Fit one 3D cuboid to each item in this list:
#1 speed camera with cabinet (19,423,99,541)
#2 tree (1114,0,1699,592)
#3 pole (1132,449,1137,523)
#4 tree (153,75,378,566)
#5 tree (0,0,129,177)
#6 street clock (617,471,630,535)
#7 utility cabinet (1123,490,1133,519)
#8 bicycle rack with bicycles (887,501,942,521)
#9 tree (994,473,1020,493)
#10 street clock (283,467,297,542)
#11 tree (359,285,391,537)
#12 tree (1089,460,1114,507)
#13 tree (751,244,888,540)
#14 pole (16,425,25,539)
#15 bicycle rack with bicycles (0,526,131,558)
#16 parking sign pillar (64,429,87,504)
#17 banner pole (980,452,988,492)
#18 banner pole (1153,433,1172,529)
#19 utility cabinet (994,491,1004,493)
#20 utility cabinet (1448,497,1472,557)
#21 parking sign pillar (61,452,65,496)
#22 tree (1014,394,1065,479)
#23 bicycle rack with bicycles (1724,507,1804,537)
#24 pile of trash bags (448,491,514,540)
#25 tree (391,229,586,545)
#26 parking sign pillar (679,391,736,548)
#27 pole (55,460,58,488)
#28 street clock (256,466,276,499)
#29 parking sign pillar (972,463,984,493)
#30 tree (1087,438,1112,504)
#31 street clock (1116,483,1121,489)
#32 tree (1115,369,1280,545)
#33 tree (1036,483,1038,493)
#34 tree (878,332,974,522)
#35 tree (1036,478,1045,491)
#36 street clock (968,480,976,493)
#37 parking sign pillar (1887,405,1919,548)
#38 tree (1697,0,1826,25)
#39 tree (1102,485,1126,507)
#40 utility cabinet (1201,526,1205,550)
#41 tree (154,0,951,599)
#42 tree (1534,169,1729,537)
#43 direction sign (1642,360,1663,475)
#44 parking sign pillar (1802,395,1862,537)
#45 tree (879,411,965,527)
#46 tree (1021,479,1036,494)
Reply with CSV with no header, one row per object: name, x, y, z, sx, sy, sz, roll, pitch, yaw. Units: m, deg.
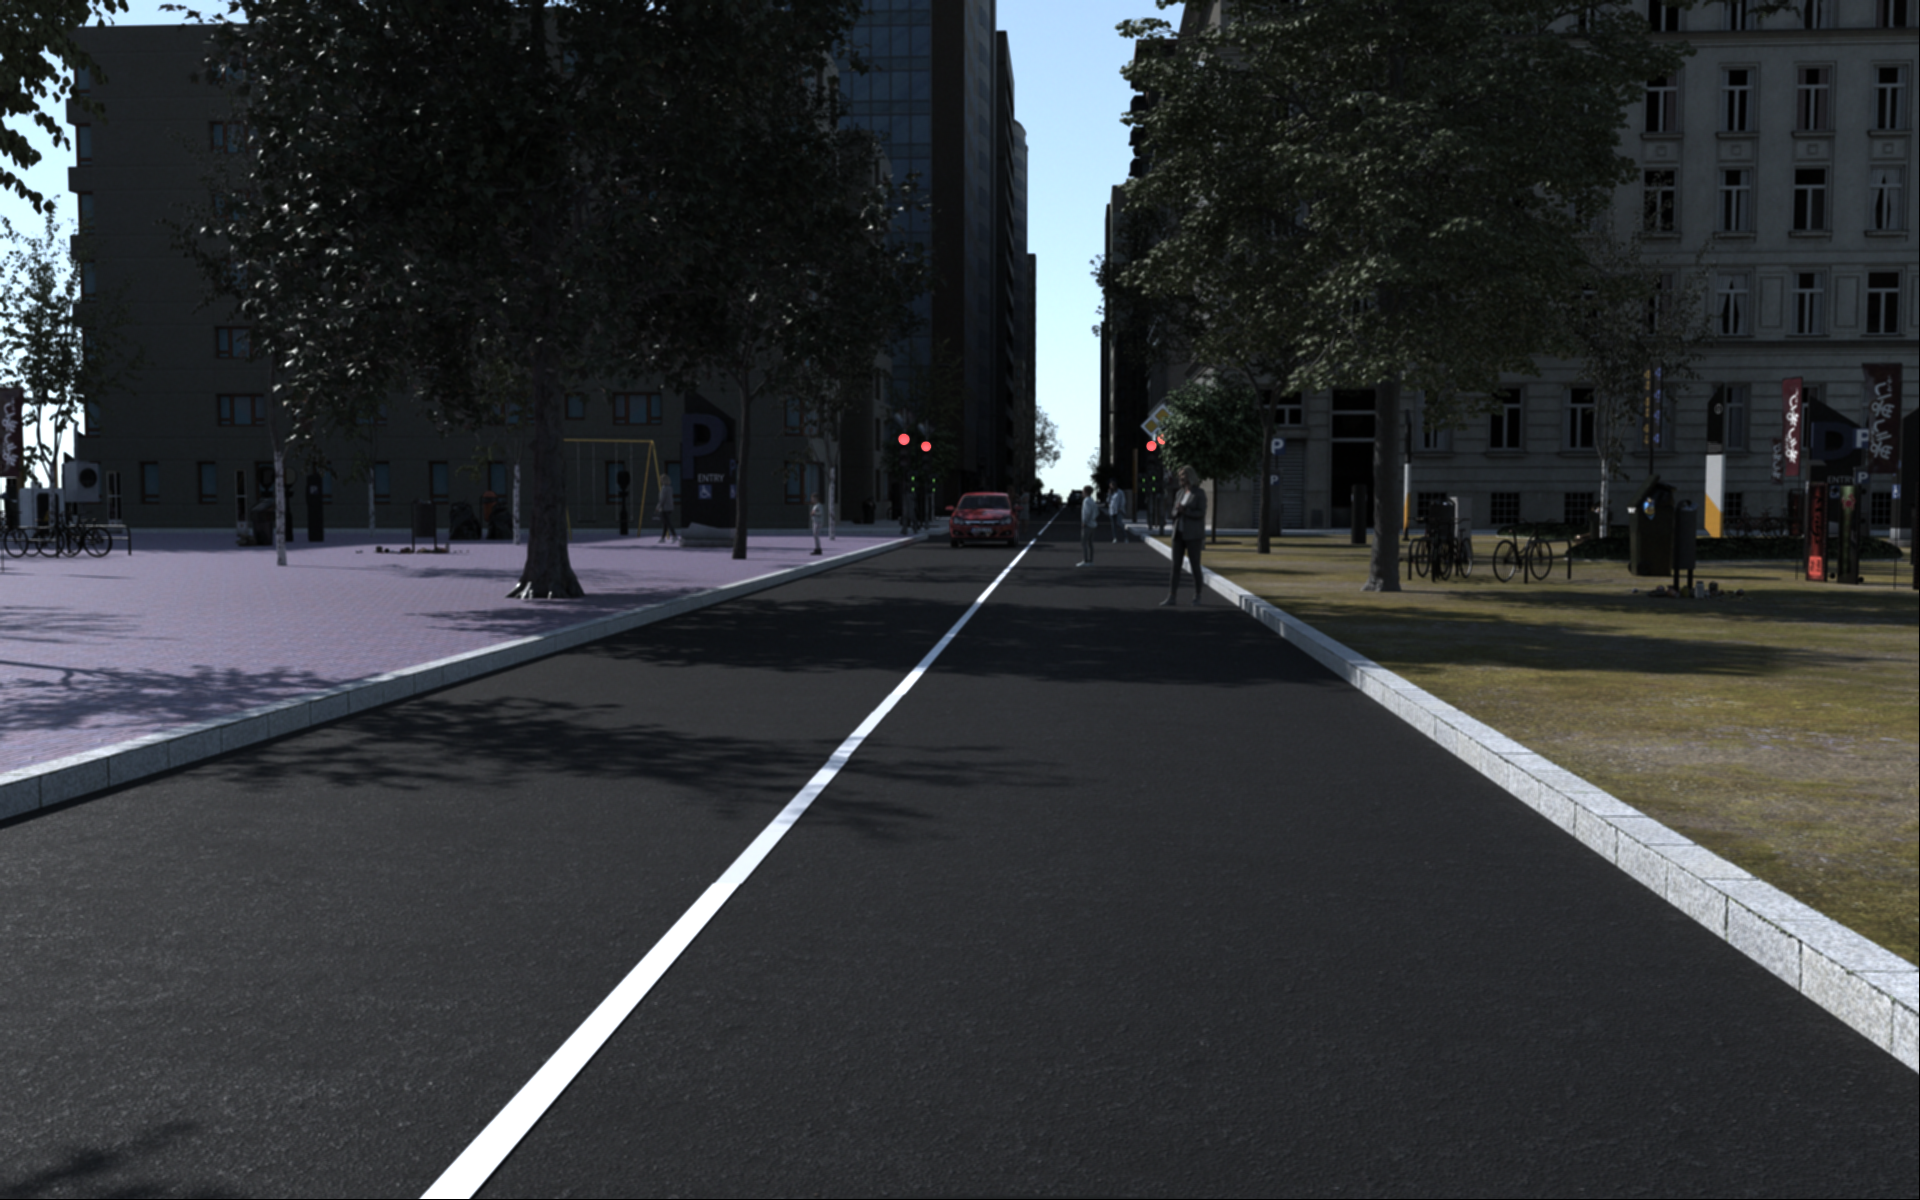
speed camera with cabinet,-24.829,-3.267,47.747,0.660,3.252,2.038,2,4,27
tree,5.713,-6.415,23.005,7.486,12.596,7.792,0,3,0
pole,7.833,-5.121,77.571,0.158,3.312,0.155,0,3,0
tree,-11.937,-4.924,30.862,4.360,8.622,3.978,0,3,0
tree,-8.171,-3.861,13.485,4.737,8.622,4.395,0,3,0
street clock,-10.525,-3.036,54.205,0.358,2.002,0.471,1,4,17
utility cabinet,8.615,-4.914,89.028,0.318,1.500,1.173,0,4,-5
bicycle rack with bicycles,-2.327,-4.389,85.143,2.925,0.926,2.852,-1,4,-12
tree,3.918,-9.451,149.132,1.663,3.219,1.824,0,3,0
street clock,-18.098,-2.572,46.630,0.471,2.002,0.358,-3,5,-40
tree,-17.838,-6.189,51.560,4.737,8.622,4.395,0,3,0
tree,14.111,-11.161,166.190,4.285,4.588,4.351,0,3,0
tree,-3.682,-5.990,48.303,4.360,8.622,3.978,0,3,0
pole,-26.871,-3.406,49.538,0.158,3.312,0.155,0,3,0
bicycle rack with bicycles,-18.526,-1.369,35.768,2.925,0.926,2.852,2,4,24
parking sign pillar,-35.845,-5.076,71.472,1.447,3.967,1.447,-1,4,-12
banner pole,1.445,-6.967,103.929,0.401,3.779,0.863,-3,4,-39
banner pole,7.538,-4.556,64.508,0.863,3.779,0.401,-1,4,-14
utility cabinet,2.913,-7.341,128.704,0.318,1.500,1.173,2,4,24
utility cabinet,10.256,-1.490,35.521,0.306,1.237,1.020,0,4,6
parking sign pillar,-56.273,-7.425,109.867,1.447,3.967,1.447,1,4,9
tree,7.907,-18.525,213.247,12.009,13.543,11.850,0,3,0
bicycle rack with bicycles,22.972,-2.193,49.239,2.925,0.926,2.852,1,4,8
pile of trash bags,-13.705,-2.456,49.910,1.912,1.369,3.447,-1,4,-10
tree,-11.222,-5.713,43.770,4.737,8.622,4.395,0,3,0
parking sign pillar,-6.110,-3.275,42.022,1.447,3.967,1.447,1,4,17
pole,-50.821,-6.333,97.389,0.158,3.312,0.155,0,3,0
street clock,-17.933,-2.462,44.824,0.471,2.002,0.358,0,4,-7
parking sign pillar,1.184,-8.353,125.045,1.447,3.967,1.447,-2,4,-32
tree,18.498,-16.546,220.886,4.360,8.622,3.978,0,3,0
street clock,10.375,-6.718,114.411,0.471,2.002,0.358,3,5,40
tree,6.536,-3.717,44.489,4.285,4.588,4.351,0,3,0
tree,10.824,-15.848,253.722,1.663,3.219,1.824,0,3,0
tree,-1.482,-7.814,78.129,4.737,8.622,4.395,0,3,0
tree,12.985,-19.169,297.124,4.285,4.588,4.351,0,3,0
street clock,0.639,-5.276,90.827,0.358,2.002,0.471,2,4,27
parking sign pillar,23.204,-3.256,41.707,1.447,3.967,1.447,0,4,-1
tree,3.870,-4.275,4.306,7.601,10.594,8.767,-3,5,-43
tree,15.256,-10.715,169.787,1.663,3.219,1.824,0,3,0
utility cabinet,5.475,-1.757,39.885,0.306,1.237,1.020,0,4,5
tree,-5.131,-6.386,21.426,9.611,12.733,9.660,0,3,0
tree,14.908,-5.434,39.208,4.360,8.622,3.978,0,3,0
direction sign,11.907,-2.315,29.847,0.379,3.537,0.876,0,4,3
parking sign pillar,23.611,-3.567,46.792,1.447,3.967,1.447,1,4,18
tree,-1.429,-5.135,67.675,4.285,4.588,4.351,0,3,0
tree,7.273,-12.429,197.815,1.663,3.219,1.824,0,3,0
